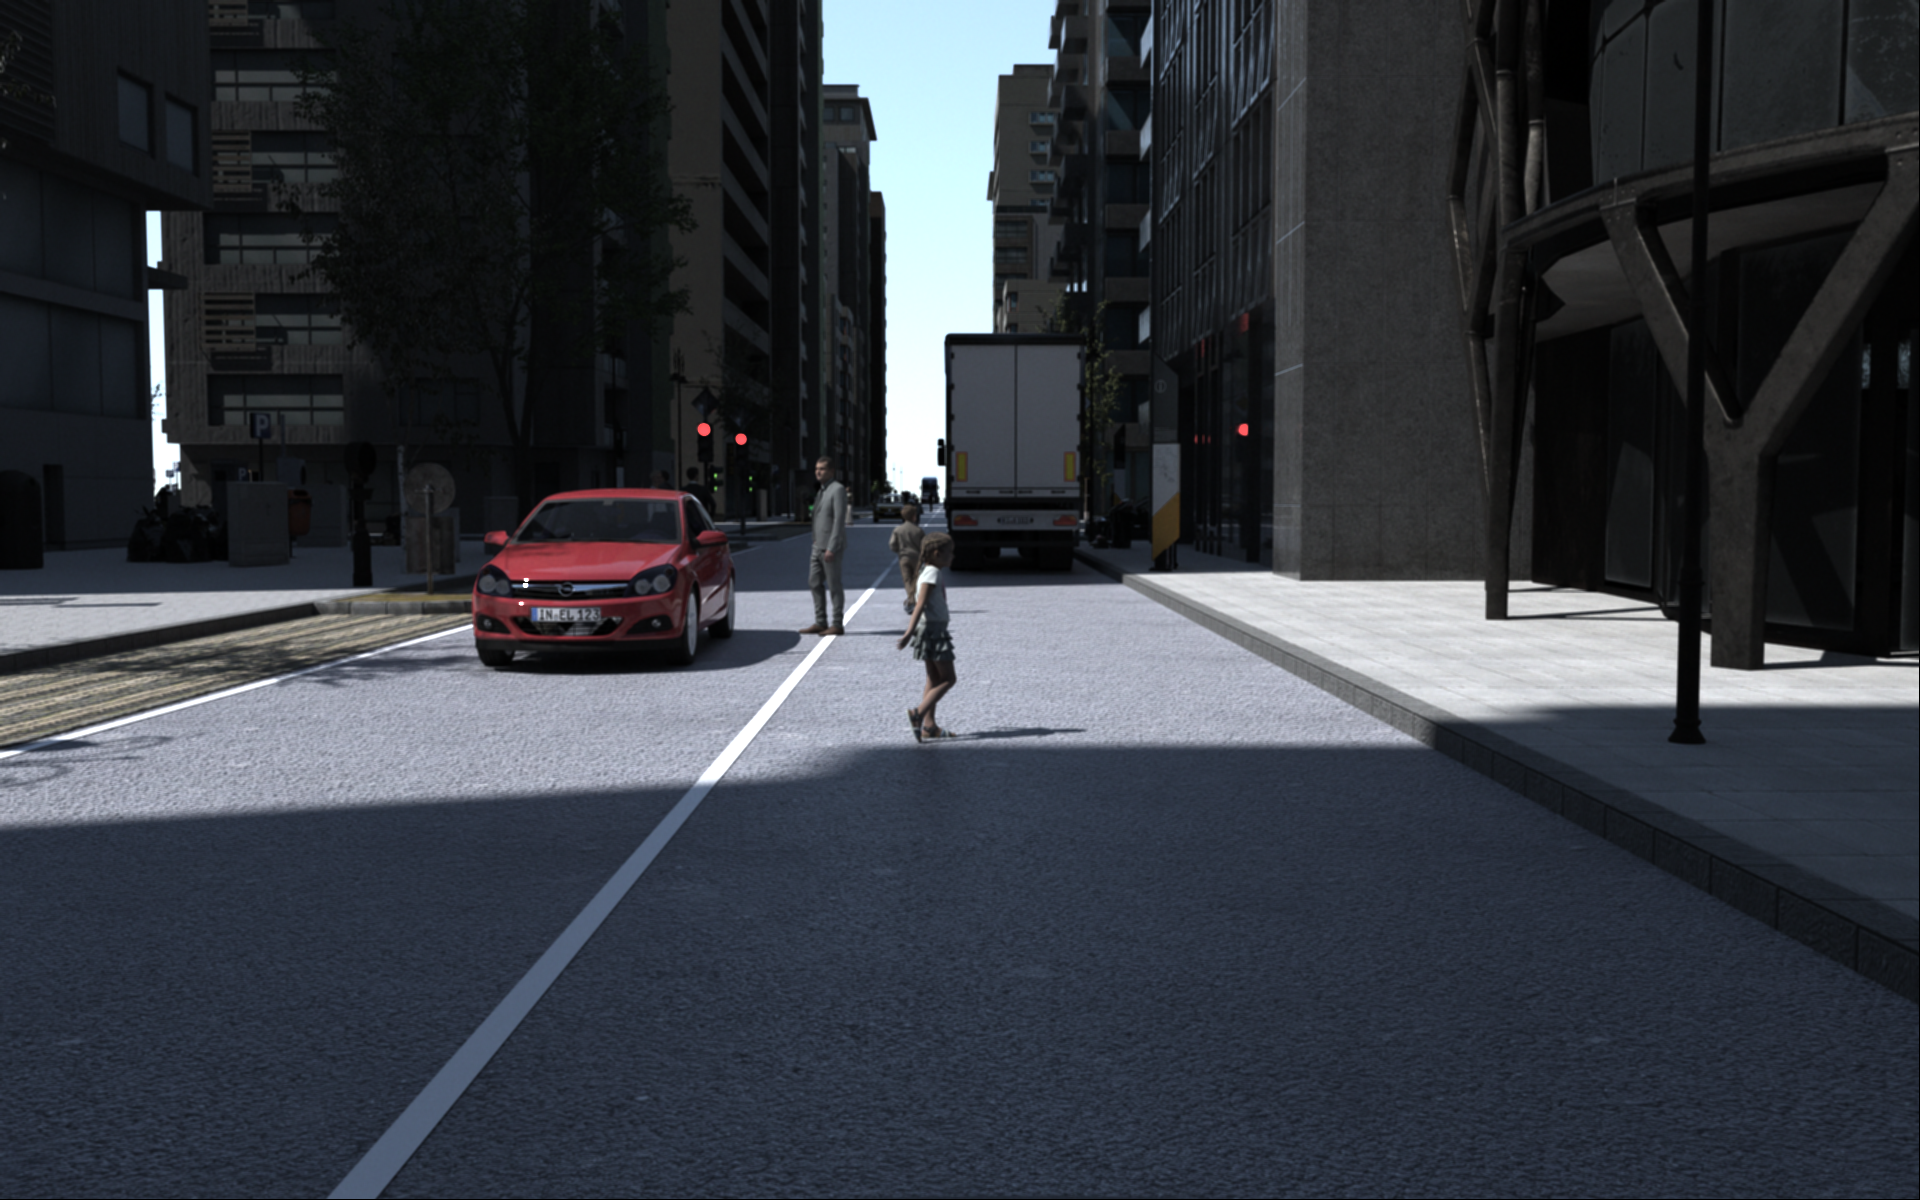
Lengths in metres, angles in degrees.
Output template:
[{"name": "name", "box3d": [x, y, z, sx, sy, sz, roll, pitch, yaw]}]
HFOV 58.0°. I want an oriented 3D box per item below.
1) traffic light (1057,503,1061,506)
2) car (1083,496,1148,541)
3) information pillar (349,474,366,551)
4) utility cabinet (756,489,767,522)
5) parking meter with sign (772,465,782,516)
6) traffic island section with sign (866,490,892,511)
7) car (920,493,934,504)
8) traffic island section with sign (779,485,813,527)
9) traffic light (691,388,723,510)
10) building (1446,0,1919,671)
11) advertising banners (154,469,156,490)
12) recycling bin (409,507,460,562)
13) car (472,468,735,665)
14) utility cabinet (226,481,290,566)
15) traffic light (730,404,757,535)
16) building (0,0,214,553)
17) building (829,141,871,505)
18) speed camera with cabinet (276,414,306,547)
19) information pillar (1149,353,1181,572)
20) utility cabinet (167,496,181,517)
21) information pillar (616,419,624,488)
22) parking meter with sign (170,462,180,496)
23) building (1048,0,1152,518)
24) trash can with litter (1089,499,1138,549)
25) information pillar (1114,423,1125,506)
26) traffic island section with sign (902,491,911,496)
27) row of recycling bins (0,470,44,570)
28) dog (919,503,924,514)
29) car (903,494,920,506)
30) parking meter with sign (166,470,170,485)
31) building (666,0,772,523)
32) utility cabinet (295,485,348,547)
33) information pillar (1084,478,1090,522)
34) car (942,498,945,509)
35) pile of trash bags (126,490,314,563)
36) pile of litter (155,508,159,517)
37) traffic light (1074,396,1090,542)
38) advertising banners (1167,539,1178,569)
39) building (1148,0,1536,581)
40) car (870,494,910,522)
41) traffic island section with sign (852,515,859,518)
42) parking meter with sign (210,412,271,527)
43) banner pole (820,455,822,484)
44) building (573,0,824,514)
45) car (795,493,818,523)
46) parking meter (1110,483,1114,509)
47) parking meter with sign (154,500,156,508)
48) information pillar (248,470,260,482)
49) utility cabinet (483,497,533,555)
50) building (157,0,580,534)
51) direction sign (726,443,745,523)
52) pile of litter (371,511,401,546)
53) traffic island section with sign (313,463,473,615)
[{"name": "traffic light", "box3d": [3.058, -3.979, 53.971, 0.839, 4.253, 0.868, 0, 4, 0]}, {"name": "car", "box3d": [5.681, -2.470, 50.172, 4.222, 1.686, 2.009, 0, 4, -1]}, {"name": "information pillar", "box3d": [-13.502, -2.099, 38.815, 0.304, 2.012, 0.304, -2, 4, -30]}, {"name": "utility cabinet", "box3d": [-9.006, -4.286, 78.752, 0.318, 1.500, 1.173, -1, 4, -16]}, {"name": "parking meter with sign", "box3d": [-10.795, -6.469, 102.030, 0.543, 3.016, 1.738, -1, 4, -14]}, {"name": "traffic island section with sign", "box3d": [-7.213, -8.749, 151.673, 1.989, 1.847, 2.006, 0, 4, 0]}, {"name": "car", "box3d": [-4.603, -14.315, 243.087, 2.155, 1.783, 4.494, 0, 4, 0]}, {"name": "traffic island section with sign", "box3d": [-6.894, -4.131, 76.170, 1.989, 1.847, 2.006, 0, 4, 0]}, {"name": "traffic light", "box3d": [-6.719, -3.487, 45.929, 0.839, 4.253, 0.868, 0, 4, 0]}, {"name": "building", "box3d": [13.487, -9.100, 16.245, 16.820, 18.784, 16.811, 0, 4, 0]}, {"name": "advertising banners", "box3d": [-55.132, -7.459, 118.147, 0.090, 3.025, 2.074, -3, 4, -39]}, {"name": "recycling bin", "box3d": [-9.892, -1.222, 32.530, 0.722, 1.027, 0.722, 3, 5, 40]}, {"name": "car", "box3d": [-3.145, -0.416, 15.845, 2.155, 1.783, 4.494, 0, 4, -1]}, {"name": "utility cabinet", "box3d": [-12.496, -1.358, 30.878, 0.318, 1.500, 1.173, 1, 4, 21]}, {"name": "traffic light", "box3d": [-6.753, -3.975, 53.914, 0.839, 4.253, 0.868, 0, 4, 0]}, {"name": "building", "box3d": [-32.333, -26.997, 30.642, 27.495, 52.752, 28.713, 0, 4, 0]}, {"name": "building", "box3d": [-17.505, -31.271, 194.875, 14.154, 41.232, 14.086, 0, 4, 0]}, {"name": "speed camera with cabinet", "box3d": [-16.502, -2.940, 42.405, 0.660, 3.252, 2.038, -1, 4, -10]}, {"name": "information pillar", "box3d": [3.402, -2.281, 28.649, 0.504, 3.616, 0.183, 3, 4, 36]}, {"name": "utility cabinet", "box3d": [-33.519, -3.876, 74.535, 1.020, 1.237, 0.306, -1, 4, -10]}, {"name": "information pillar", "box3d": [-10.496, -3.786, 53.257, 0.183, 3.616, 0.504, 1, 4, 15]}, {"name": "parking meter with sign", "box3d": [-41.713, -5.977, 93.985, 0.543, 3.016, 1.738, 2, 4, 33]}, {"name": "building", "box3d": [16.410, -29.150, 96.212, 23.786, 49.044, 30.456, 0, 4, 0]}, {"name": "trash can with litter", "box3d": [3.620, -1.801, 40.836, 1.055, 1.170, 0.624, -1, 4, -22]}, {"name": "information pillar", "box3d": [5.283, -4.031, 57.265, 0.504, 3.616, 0.183, -3, 5, -43]}, {"name": "traffic island section with sign", "box3d": [-7.691, -15.573, 263.250, 1.989, 1.847, 2.006, 0, 4, 0]}, {"name": "row of recycling bins", "box3d": [-16.916, -1.306, 28.474, 1.069, 1.692, 3.534, 2, 4, 29]}, {"name": "dog", "box3d": [-2.656, -6.523, 123.479, 0.800, 0.831, 0.513, -3, 5, -40]}, {"name": "car", "box3d": [-4.526, -8.895, 155.215, 2.009, 1.686, 4.222, 0, 4, 1]}, {"name": "parking meter with sign", "box3d": [-56.143, -7.793, 123.676, 0.543, 3.016, 1.738, -3, 5, -39]}, {"name": "building", "box3d": [-21.223, -28.276, 86.022, 21.300, 48.544, 21.600, 0, 4, 0]}, {"name": "utility cabinet", "box3d": [-15.393, -2.024, 41.766, 1.173, 1.500, 0.318, 1, 4, 10]}, {"name": "information pillar", "box3d": [5.944, -4.640, 80.358, 0.304, 2.012, 0.304, -1, 4, -11]}, {"name": "car", "box3d": [-0.689, -9.519, 165.423, 2.009, 1.686, 4.222, 0, 3, 0]}, {"name": "pile of trash bags", "box3d": [-14.190, -1.461, 33.640, 1.912, 1.369, 3.447, 3, 4, 39]}, {"name": "pile of litter", "box3d": [-29.506, -3.054, 63.899, 1.176, 0.858, 1.719, 1, 4, 17]}, {"name": "traffic light", "box3d": [3.092, -3.490, 45.986, 0.839, 4.253, 0.868, 0, 4, 0]}, {"name": "advertising banners", "box3d": [3.680, -2.089, 30.346, 0.090, 3.025, 2.074, 0, 4, 1]}, {"name": "building", "box3d": [10.978, -13.254, 34.728, 12.078, 24.808, 19.932, 0, 4, 0]}, {"name": "car", "box3d": [-3.568, -4.798, 88.678, 2.015, 1.641, 3.980, 0, 4, -1]}, {"name": "traffic island section with sign", "box3d": [-7.008, -5.780, 103.125, 1.989, 1.847, 2.006, 0, 4, 0]}, {"name": "parking meter with sign", "box3d": [-15.802, -2.523, 37.505, 1.738, 3.016, 0.543, 1, 4, 18]}, {"name": "banner pole", "box3d": [-8.746, -7.361, 110.369, 0.401, 3.779, 0.863, 1, 4, 18]}, {"name": "building", "box3d": [-16.397, -26.288, 113.399, 14.154, 41.232, 14.086, 0, 4, 0]}, {"name": "car", "box3d": [-6.600, -4.367, 80.194, 1.959, 1.807, 4.718, 0, 4, 1]}, {"name": "parking meter", "box3d": [7.087, -4.504, 79.357, 0.399, 1.863, 0.255, -1, 4, -18]}, {"name": "parking meter with sign", "box3d": [-53.532, -7.183, 113.695, 0.543, 3.016, 1.738, 1, 4, 19]}, {"name": "information pillar", "box3d": [-22.029, -3.031, 54.056, 0.304, 2.012, 0.304, -3, 5, -45]}, {"name": "utility cabinet", "box3d": [-9.663, -1.586, 37.095, 1.020, 1.237, 0.306, -3, 5, -44]}, {"name": "building", "box3d": [-18.247, -23.050, 60.463, 14.154, 41.232, 14.086, 0, 4, 0]}, {"name": "direction sign", "box3d": [-9.877, -5.167, 76.484, 0.876, 3.537, 0.379, -1, 4, -21]}, {"name": "pile of litter", "box3d": [-14.292, -1.785, 43.144, 1.176, 0.858, 1.719, -2, 4, -30]}, {"name": "traffic island section with sign", "box3d": [-6.658, -0.779, 21.363, 1.989, 1.847, 2.006, 0, 4, 0]}]
